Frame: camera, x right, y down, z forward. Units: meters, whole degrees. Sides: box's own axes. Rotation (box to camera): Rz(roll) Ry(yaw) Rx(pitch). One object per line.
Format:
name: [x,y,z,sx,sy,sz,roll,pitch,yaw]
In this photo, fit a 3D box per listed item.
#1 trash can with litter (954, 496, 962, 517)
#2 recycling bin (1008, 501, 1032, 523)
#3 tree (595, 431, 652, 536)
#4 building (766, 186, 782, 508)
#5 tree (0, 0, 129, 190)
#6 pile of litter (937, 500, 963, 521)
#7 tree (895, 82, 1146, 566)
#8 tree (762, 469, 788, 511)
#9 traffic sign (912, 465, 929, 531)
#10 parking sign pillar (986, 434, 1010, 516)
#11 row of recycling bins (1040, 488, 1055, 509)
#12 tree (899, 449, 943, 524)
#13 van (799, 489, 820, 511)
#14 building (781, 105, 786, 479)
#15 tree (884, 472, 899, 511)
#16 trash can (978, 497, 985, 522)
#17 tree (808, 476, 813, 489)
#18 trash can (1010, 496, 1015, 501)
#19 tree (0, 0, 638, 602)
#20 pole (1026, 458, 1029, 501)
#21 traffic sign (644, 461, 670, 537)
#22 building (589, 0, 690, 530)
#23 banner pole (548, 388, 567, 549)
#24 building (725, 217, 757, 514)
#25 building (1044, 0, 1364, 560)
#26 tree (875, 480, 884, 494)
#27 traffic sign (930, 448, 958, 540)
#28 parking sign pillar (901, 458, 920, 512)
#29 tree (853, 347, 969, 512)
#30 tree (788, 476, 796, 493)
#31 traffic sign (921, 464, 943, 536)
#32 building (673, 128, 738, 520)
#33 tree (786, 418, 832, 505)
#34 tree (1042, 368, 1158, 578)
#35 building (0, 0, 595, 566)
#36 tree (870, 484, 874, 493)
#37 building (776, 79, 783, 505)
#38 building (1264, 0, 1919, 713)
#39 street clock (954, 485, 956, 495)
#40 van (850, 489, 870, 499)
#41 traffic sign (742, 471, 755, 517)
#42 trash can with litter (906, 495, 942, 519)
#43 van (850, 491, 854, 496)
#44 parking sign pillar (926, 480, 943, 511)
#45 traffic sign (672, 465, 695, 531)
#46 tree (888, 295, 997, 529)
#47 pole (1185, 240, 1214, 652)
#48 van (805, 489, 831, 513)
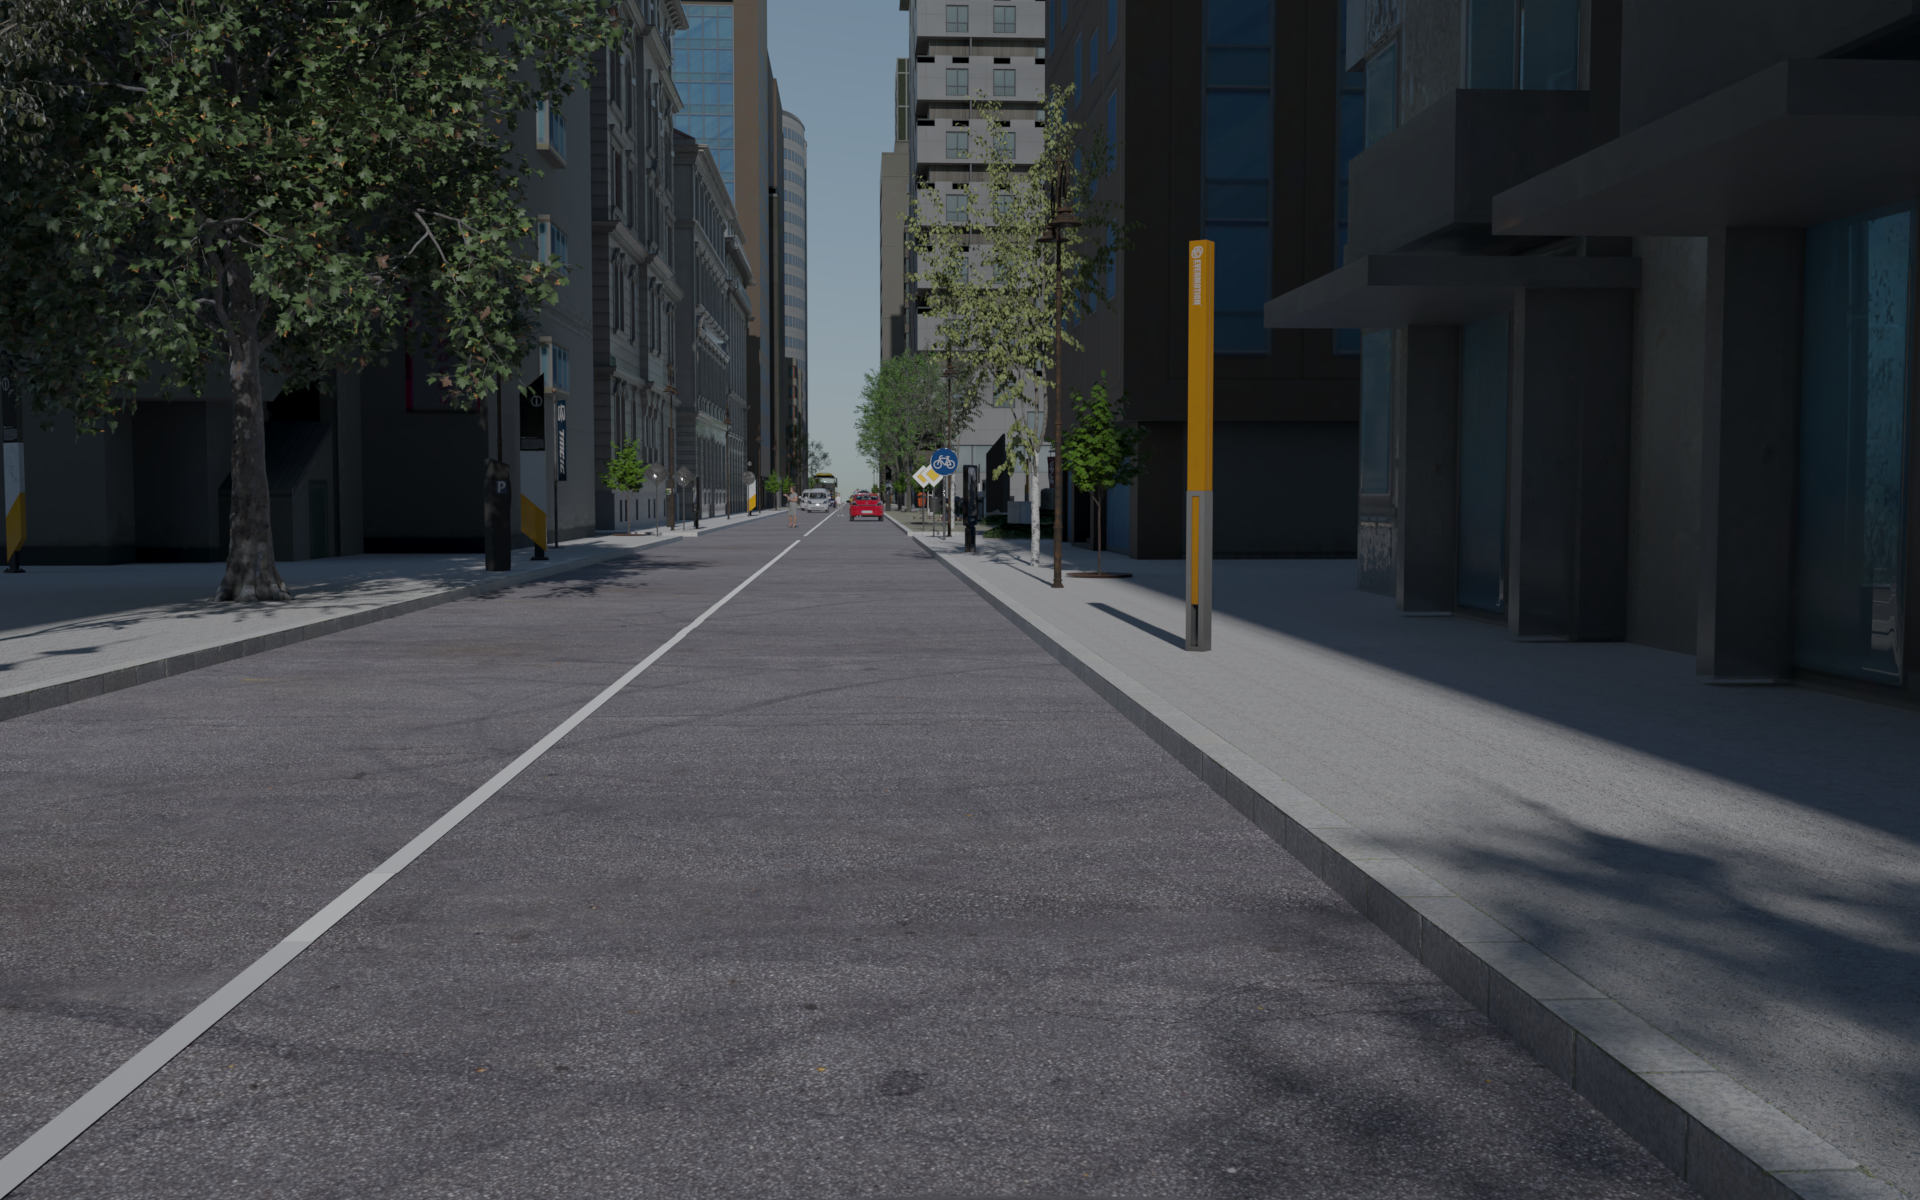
trash can with litter: [-0.308,-5.329,98.521,0.624,1.170,1.055,1,4,22]
recycling bin: [2.168,-2.968,61.088,0.722,1.027,0.722,-3,4,-36]
tree: [-10.183,-3.585,53.217,1.663,3.219,1.824,0,3,0]
building: [-23.451,-23.469,155.426,14.160,30.474,14.107,0,4,-3]
tree: [-8.031,-3.770,11.999,4.360,8.622,3.978,0,3,0]
pile of litter: [-0.484,-4.174,82.206,1.176,0.858,1.719,-3,4,-37]
tree: [1.097,-4.902,30.511,4.737,8.622,4.395,0,3,0]
tree: [-14.500,-8.520,133.907,1.663,3.219,1.824,0,3,0]
traffic sign: [-1.270,-3.468,60.350,0.795,2.450,0.064,0,4,-3]
parking sign pillar: [1.706,-5.463,77.786,1.447,3.967,1.447,-2,4,-35]
row of recycling bins: [6.221,-6.720,116.982,1.069,1.692,3.534,1,4,17]
tree: [-1.578,-4.869,74.209,1.663,3.219,1.824,0,3,0]
van: [-12.919,-8.732,149.773,2.013,2.044,4.112,0,4,-3]
building: [-25.895,-32.604,183.178,14.600,45.320,14.200,0,4,-3]
tree: [-4.334,-8.352,131.158,1.663,3.219,1.824,0,3,0]
trash can: [0.805,-4.183,80.045,0.748,1.137,0.748,0,3,0]
tree: [-24.766,-18.904,292.794,4.285,4.588,4.351,0,3,0]
trash can: [3.949,-7.576,135.525,0.748,1.137,0.748,0,3,0]
tree: [-8.671,-6.345,20.747,9.611,12.733,9.660,0,3,0]
pole: [3.863,-6.435,99.057,0.158,3.312,0.155,0,3,0]
traffic sign: [-9.077,-2.952,51.909,0.795,2.450,0.064,0,4,-3]
building: [-19.044,-17.345,70.978,14.401,28.519,23.554,0,4,-3]
banner pole: [-9.403,-3.097,40.660,0.401,3.779,0.863,-3,4,-37]
building: [-21.005,-16.800,116.482,13.314,21.916,24.055,0,4,-3]
building: [9.597,-23.814,39.472,14.600,45.320,14.200,0,4,-3]
tree: [-7.473,-11.466,182.077,1.663,3.219,1.824,0,3,0]
traffic sign: [-0.438,-2.933,48.056,0.768,2.556,0.104,0,3,0]
parking sign pillar: [-3.641,-8.495,127.361,1.447,3.967,1.447,0,4,6]
tree: [-3.441,-11.954,121.198,9.928,11.665,9.643,0,3,0]
tree: [-16.684,-10.517,166.561,1.663,3.219,1.824,0,3,0]
traffic sign: [-0.796,-2.981,52.379,0.795,2.450,0.064,0,4,-3]
building: [-18.558,-15.771,94.005,11.583,22.565,21.152,0,4,-3]
tree: [-19.825,-16.993,212.251,8.767,10.594,7.601,-1,4,-11]
tree: [2.178,-1.957,26.597,1.663,3.219,1.824,0,3,0]
building: [-20.850,-25.432,39.522,21.600,48.544,21.300,0,4,-3]
tree: [-14.018,-17.833,286.168,1.663,3.219,1.824,0,3,0]
building: [-25.346,-31.737,169.012,14.600,45.320,14.200,0,4,-3]
building: [15.554,-23.840,9.386,23.786,49.044,30.456,0,4,-3]
street clock: [-0.469,-7.816,132.364,0.358,2.002,0.471,0,4,-6]
van: [-8.463,-8.707,149.377,2.013,2.044,4.112,0,4,-5]
traffic sign: [-11.869,-5.938,97.190,0.768,2.556,0.104,0,4,0]
trash can with litter: [-1.717,-4.792,89.406,2.233,1.210,1.678,-1,4,-9]
van: [-15.423,-15.419,259.114,2.013,2.044,4.112,0,4,-4]
parking sign pillar: [-1.878,-8.893,133.874,1.447,3.967,1.447,0,4,2]
traffic sign: [-9.551,-3.440,59.880,0.795,2.450,0.064,0,4,-3]
tree: [-0.385,-6.966,64.263,4.360,8.622,3.978,0,3,0]
pole: [1.950,-1.237,14.063,0.158,3.312,0.155,0,3,0]
van: [-10.935,-7.731,133.407,2.013,2.044,4.112,0,4,-3]
